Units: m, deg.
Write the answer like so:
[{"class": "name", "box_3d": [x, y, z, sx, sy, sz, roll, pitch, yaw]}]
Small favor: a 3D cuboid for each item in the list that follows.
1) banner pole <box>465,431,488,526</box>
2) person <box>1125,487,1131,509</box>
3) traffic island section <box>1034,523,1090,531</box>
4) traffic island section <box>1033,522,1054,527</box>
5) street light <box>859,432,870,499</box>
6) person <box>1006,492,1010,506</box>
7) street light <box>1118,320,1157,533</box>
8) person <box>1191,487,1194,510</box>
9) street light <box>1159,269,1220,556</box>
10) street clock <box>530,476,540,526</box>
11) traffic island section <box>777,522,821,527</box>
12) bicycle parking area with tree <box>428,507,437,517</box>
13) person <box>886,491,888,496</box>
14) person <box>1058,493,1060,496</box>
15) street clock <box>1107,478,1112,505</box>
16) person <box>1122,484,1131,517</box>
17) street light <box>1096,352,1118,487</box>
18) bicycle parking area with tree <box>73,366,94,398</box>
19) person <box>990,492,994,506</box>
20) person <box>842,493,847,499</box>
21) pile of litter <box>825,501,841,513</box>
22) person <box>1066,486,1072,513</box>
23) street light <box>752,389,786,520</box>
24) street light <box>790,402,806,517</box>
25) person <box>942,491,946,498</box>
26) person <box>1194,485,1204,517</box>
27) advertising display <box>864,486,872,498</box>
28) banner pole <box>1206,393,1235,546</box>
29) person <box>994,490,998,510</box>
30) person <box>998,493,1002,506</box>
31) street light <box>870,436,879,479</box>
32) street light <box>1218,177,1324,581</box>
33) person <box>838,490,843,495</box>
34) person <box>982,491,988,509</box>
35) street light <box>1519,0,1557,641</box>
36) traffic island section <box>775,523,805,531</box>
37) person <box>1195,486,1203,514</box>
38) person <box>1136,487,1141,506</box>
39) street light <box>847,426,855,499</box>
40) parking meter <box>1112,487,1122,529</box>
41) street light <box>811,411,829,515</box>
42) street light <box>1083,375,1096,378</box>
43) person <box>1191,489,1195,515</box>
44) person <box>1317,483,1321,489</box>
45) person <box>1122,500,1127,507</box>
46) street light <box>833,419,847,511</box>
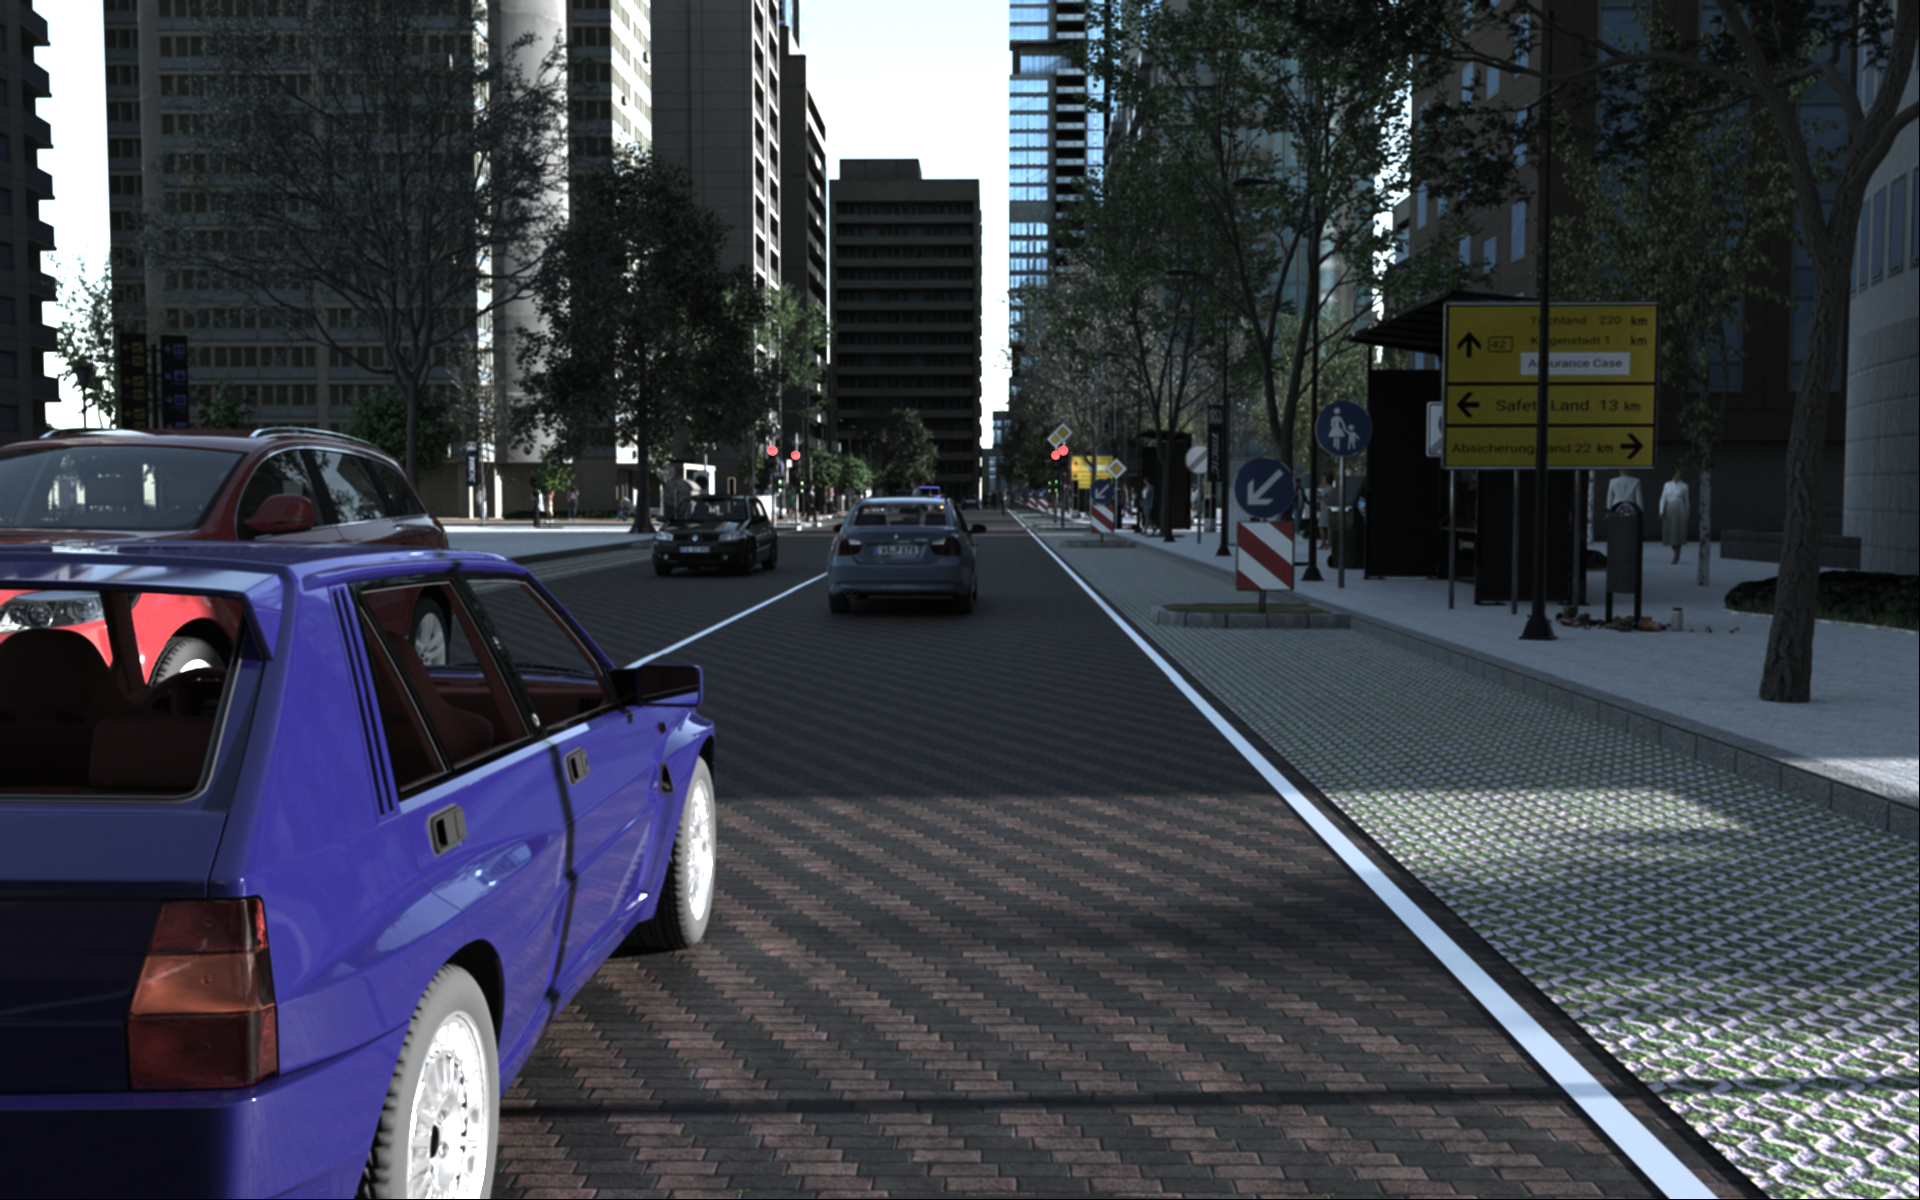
[{"class": "banner pole", "box_3d": [-19.290, -4.835, 69.068, 0.863, 3.779, 0.401, -1, 4, -11]}, {"class": "person", "box_3d": [12.536, -7.581, 129.899, 0.656, 1.842, 0.836, -3, 5, -41]}, {"class": "traffic island section", "box_3d": [4.064, -2.808, 68.192, 2.009, 0.180, 2.903, 0, 4, 1]}, {"class": "traffic island section", "box_3d": [4.213, -3.296, 76.176, 2.009, 0.180, 2.903, 0, 4, 1]}, {"class": "street light", "box_3d": [-7.684, -9.585, 129.247, 1.470, 5.913, 1.316, 0, 4, 1]}, {"class": "person", "box_3d": [5.954, -12.542, 214.229, 0.551, 1.740, 0.621, -1, 4, -12]}, {"class": "street light", "box_3d": [5.087, -4.516, 46.373, 1.470, 5.913, 1.316, 0, 4, 1]}, {"class": "person", "box_3d": [17.913, -7.827, 134.244, 0.641, 1.798, 0.478, -1, 4, -12]}, {"class": "street light", "box_3d": [4.944, -3.874, 35.882, 1.470, 5.913, 1.316, 0, 4, 1]}, {"class": "street clock", "box_3d": [-16.817, -3.927, 68.776, 0.471, 2.002, 0.358, -3, 5, -45]}, {"class": "traffic island section", "box_3d": [-7.227, -3.310, 76.393, 2.009, 0.180, 2.903, 0, 4, 1]}, {"class": "bicycle parking area with tree", "box_3d": [-29.757, -5.964, 84.508, 9.016, 4.147, 8.231, 0, 4, 7]}, {"class": "person", "box_3d": [-8.544, -12.173, 206.003, 0.436, 1.711, 0.756, -1, 4, -18]}, {"class": "person", "box_3d": [10.244, -10.191, 172.806, 1.348, 1.807, 0.705, 2, 4, 31]}, {"class": "street clock", "box_3d": [6.739, -4.509, 78.299, 0.358, 2.002, 0.471, 0, 4, 3]}, {"class": "person", "box_3d": [9.299, -5.585, 97.267, 0.836, 1.842, 0.656, -2, 4, -27]}, {"class": "street light", "box_3d": [5.343, -5.159, 56.892, 1.470, 5.913, 1.316, 0, 4, 1]}, {"class": "bicycle parking area with tree", "box_3d": [-21.892, -3.265, 40.390, 8.231, 4.147, 9.016, 3, 5, 41]}, {"class": "person", "box_3d": [3.886, -12.052, 206.357, 0.445, 1.727, 0.742, 1, 4, 21]}, {"class": "person", "box_3d": [-13.042, -11.658, 197.374, 1.217, 1.743, 0.721, 0, 4, -2]}, {"class": "pile of litter", "box_3d": [-8.494, -6.229, 115.803, 1.176, 0.858, 1.719, 0, 4, -2]}, {"class": "person", "box_3d": [7.451, -6.727, 116.004, 0.580, 1.828, 0.573, -2, 4, -35]}, {"class": "street light", "box_3d": [-8.640, -6.366, 76.626, 1.470, 5.913, 1.316, 0, 4, 1]}, {"class": "street light", "box_3d": [-8.491, -7.006, 87.087, 1.470, 5.913, 1.316, 0, 4, 1]}, {"class": "person", "box_3d": [-1.794, -10.194, 175.961, 0.721, 1.735, 1.217, 3, 5, 42]}, {"class": "person", "box_3d": [13.322, -5.499, 95.944, 0.713, 1.824, 0.794, 2, 4, 33]}, {"class": "advertising display", "box_3d": [-7.689, -8.572, 145.364, 0.123, 1.923, 0.974, 2, 4, 32]}, {"class": "banner pole", "box_3d": [6.438, -3.232, 42.856, 0.863, 3.779, 0.401, -2, 4, -29]}, {"class": "person", "box_3d": [3.235, -9.066, 156.750, 0.705, 1.821, 1.348, 0, 4, -6]}, {"class": "person", "box_3d": [5.104, -12.095, 206.975, 1.217, 1.735, 0.721, 2, 4, 27]}, {"class": "street light", "box_3d": [-7.493, -10.218, 139.597, 1.470, 5.913, 1.316, 0, 4, 1]}, {"class": "street light", "box_3d": [4.686, -3.241, 25.534, 1.470, 5.913, 1.316, 0, 4, 1]}, {"class": "person", "box_3d": [-14.067, -12.208, 205.729, 1.350, 1.814, 0.705, 1, 4, 18]}, {"class": "person", "box_3d": [2.489, -9.904, 171.356, 0.541, 1.710, 0.530, 1, 4, 12]}, {"class": "street light", "box_3d": [4.581, -2.608, 15.183, 1.470, 5.913, 1.316, 0, 4, 1]}, {"class": "traffic island section", "box_3d": [-7.375, -2.821, 68.409, 2.009, 0.180, 2.903, 0, 4, 1]}, {"class": "person", "box_3d": [15.177, -6.332, 109.680, 0.679, 1.850, 0.850, -1, 4, -11]}, {"class": "person", "box_3d": [13.631, -7.588, 130.085, 0.794, 1.824, 0.713, -2, 4, -33]}, {"class": "street light", "box_3d": [-7.899, -8.926, 118.478, 1.470, 5.913, 1.316, 0, 4, 1]}, {"class": "parking meter", "box_3d": [5.773, -3.384, 63.732, 0.372, 1.533, 0.369, 0, 3, 0]}, {"class": "street light", "box_3d": [-8.291, -7.639, 97.436, 1.470, 5.913, 1.316, 0, 4, 1]}, {"class": "street light", "box_3d": [5.487, -5.824, 67.758, 1.470, 5.913, 1.316, 0, 4, 1]}, {"class": "person", "box_3d": [14.045, -5.967, 105.416, 0.589, 1.601, 0.330, 2, 4, 27]}, {"class": "person", "box_3d": [18.181, -4.998, 87.739, 0.794, 1.824, 0.713, -1, 4, -8]}, {"class": "person", "box_3d": [14.045, -8.649, 147.681, 0.641, 1.798, 0.478, -2, 4, -30]}, {"class": "street light", "box_3d": [-8.016, -8.272, 107.783, 1.470, 5.913, 1.316, 0, 4, 1]}]
